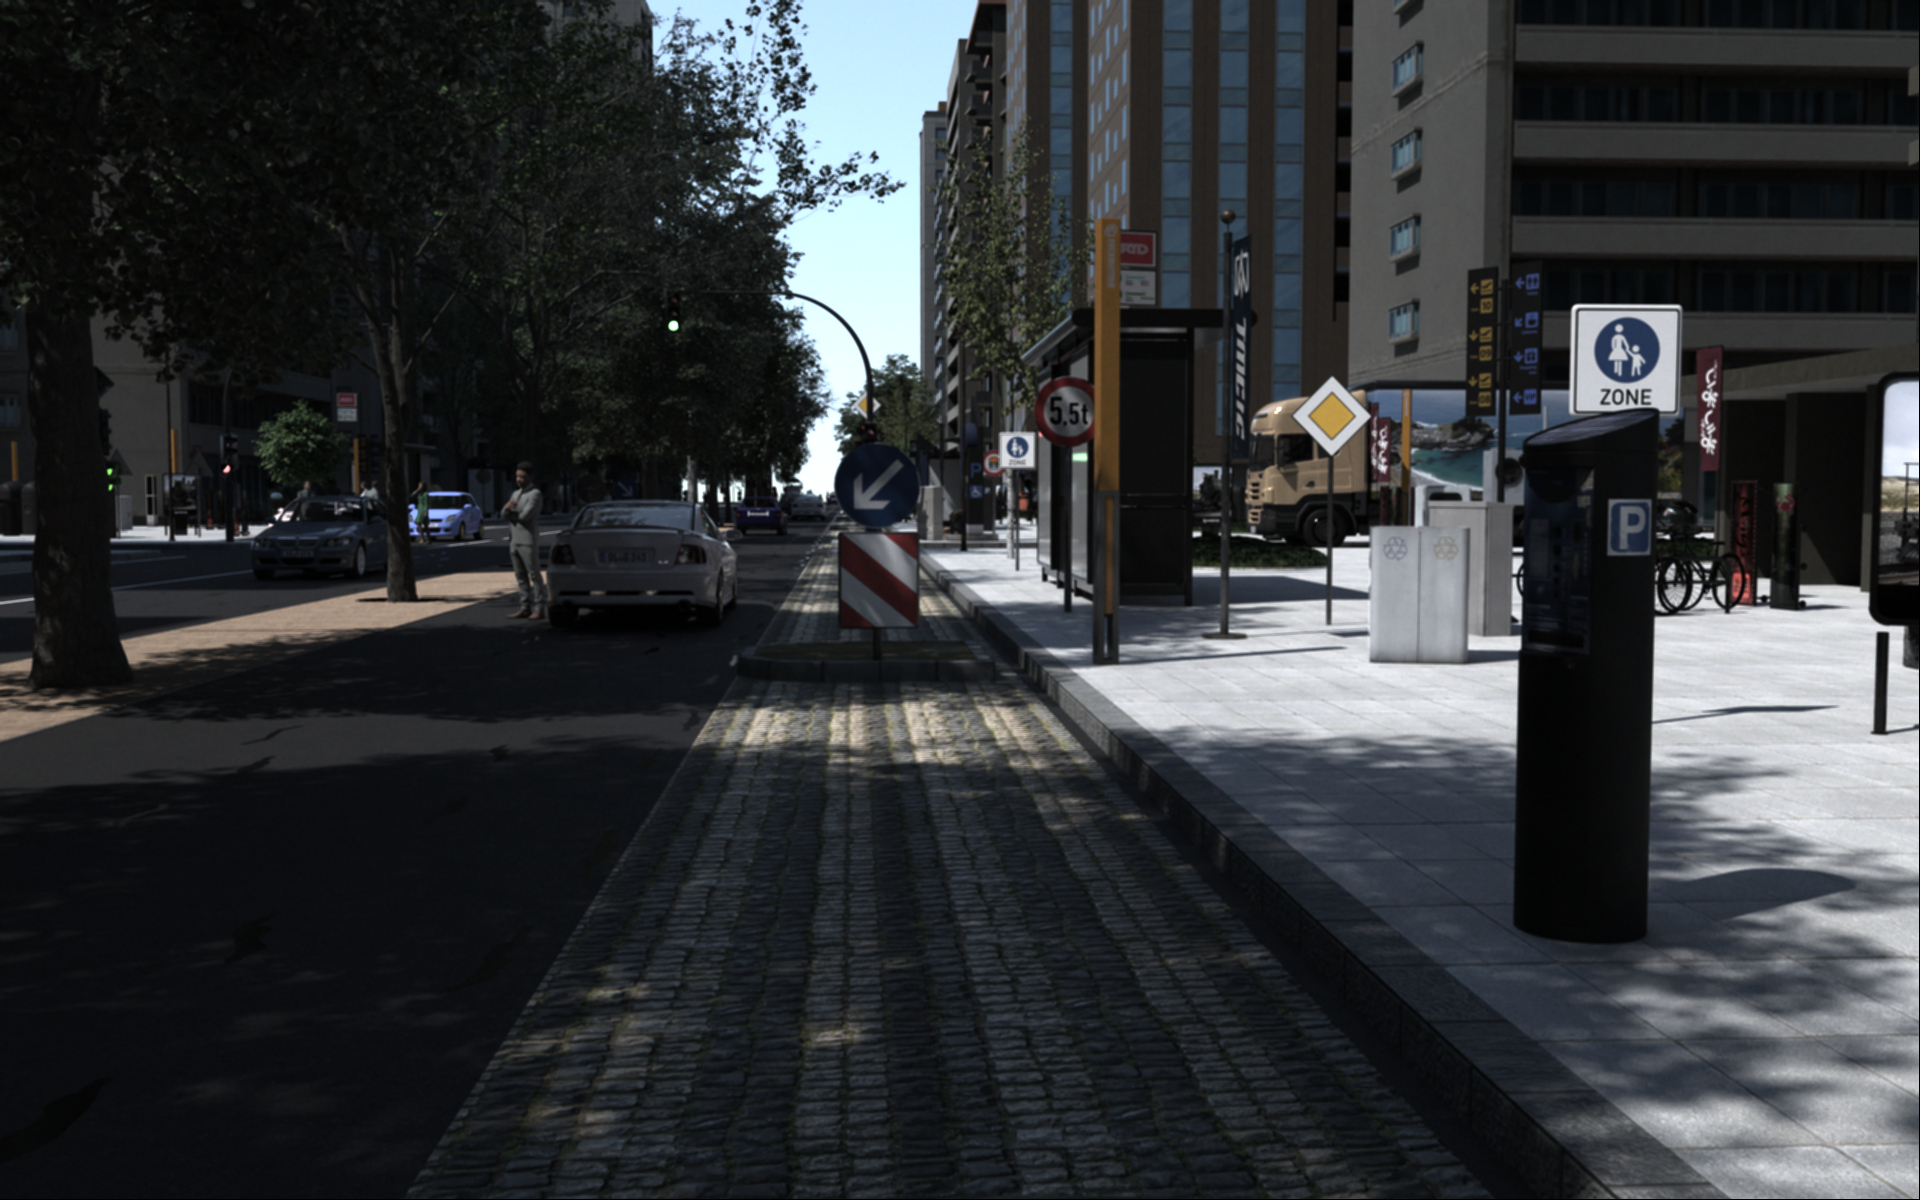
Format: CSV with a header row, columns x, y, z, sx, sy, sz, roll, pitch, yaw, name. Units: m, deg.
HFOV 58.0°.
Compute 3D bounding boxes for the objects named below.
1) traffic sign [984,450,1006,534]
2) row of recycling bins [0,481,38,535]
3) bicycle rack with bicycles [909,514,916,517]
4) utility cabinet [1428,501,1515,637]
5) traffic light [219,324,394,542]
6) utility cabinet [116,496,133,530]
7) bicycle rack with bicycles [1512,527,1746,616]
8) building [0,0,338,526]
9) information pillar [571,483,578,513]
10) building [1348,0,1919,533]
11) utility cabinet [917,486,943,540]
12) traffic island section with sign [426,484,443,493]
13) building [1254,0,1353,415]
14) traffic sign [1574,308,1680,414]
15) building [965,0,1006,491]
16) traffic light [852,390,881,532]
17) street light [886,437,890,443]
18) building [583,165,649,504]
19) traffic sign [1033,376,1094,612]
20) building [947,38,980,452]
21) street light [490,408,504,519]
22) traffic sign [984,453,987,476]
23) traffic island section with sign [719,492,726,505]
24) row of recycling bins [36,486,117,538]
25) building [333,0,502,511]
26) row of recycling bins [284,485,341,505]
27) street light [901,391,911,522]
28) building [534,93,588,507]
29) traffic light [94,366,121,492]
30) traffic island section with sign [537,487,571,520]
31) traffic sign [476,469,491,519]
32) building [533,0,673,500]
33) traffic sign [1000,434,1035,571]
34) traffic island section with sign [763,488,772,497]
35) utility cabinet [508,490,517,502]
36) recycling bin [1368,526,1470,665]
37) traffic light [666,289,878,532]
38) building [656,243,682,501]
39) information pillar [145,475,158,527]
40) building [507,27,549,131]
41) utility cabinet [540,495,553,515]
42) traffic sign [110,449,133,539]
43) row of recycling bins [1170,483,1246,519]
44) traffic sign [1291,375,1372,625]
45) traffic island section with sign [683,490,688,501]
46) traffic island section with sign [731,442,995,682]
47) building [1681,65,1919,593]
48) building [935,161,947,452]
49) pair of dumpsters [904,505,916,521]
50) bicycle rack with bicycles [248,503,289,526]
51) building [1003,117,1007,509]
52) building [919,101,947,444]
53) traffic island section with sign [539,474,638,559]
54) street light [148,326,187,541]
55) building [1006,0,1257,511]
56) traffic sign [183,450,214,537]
x,y,z,sx,sy,sz,roll,pitch,yaw,name
0.985,-3.066,50.238,0.768,2.556,0.104,0,4,1,traffic sign
-29.533,-2.919,54.841,3.534,1.692,1.069,1,4,12,row of recycling bins
-2.743,-5.030,95.630,2.852,0.926,2.925,-1,4,-16,bicycle rack with bicycles
4.723,-0.299,16.044,0.306,1.237,1.020,-1,4,-15,utility cabinet
-17.341,-4.373,46.168,4.771,5.953,1.251,0,4,-4,traffic light
-29.951,-3.108,61.971,0.306,1.237,1.020,0,4,-5,utility cabinet
7.354,-0.350,19.103,2.925,0.926,2.852,-1,4,-13,bicycle rack with bicycles
-42.300,-27.758,77.544,21.300,48.544,21.600,0,4,-4,building
-26.441,-6.994,118.848,0.304,2.012,0.304,1,4,17,information pillar
26.521,-27.025,65.557,21.600,48.544,21.300,0,4,-4,building
-0.844,-2.403,47.975,0.318,1.500,1.173,-2,4,-23,utility cabinet
-20.861,-3.662,68.506,1.989,1.847,2.006,0,4,-4,traffic island section with sign
14.181,-26.659,85.993,14.600,45.320,14.200,0,4,-4,building
3.601,-0.448,9.448,0.606,2.300,0.079,0,4,-3,traffic sign
11.852,-30.536,153.887,22.147,44.769,28.867,0,4,-4,building
-2.546,-3.556,47.061,0.839,4.253,0.868,0,4,-4,traffic light
-5.067,-9.117,121.844,0.468,5.910,1.993,0,4,-4,street light
-51.653,-34.916,225.498,22.147,44.769,28.867,0,4,-4,building
1.177,-1.143,18.797,0.768,2.556,0.104,0,4,1,traffic sign
9.842,-33.956,178.882,21.300,48.544,21.600,0,4,-4,building
-24.183,-7.208,90.638,0.468,5.910,1.993,0,4,-4,street light
0.574,-3.204,52.484,0.768,2.556,0.104,0,4,4,traffic sign
-30.750,-13.436,228.301,1.989,1.847,2.006,0,4,-4,traffic island section with sign
-25.909,-2.689,51.085,3.534,1.692,1.069,3,5,42,row of recycling bins
-41.328,-27.124,127.073,14.154,41.232,14.086,0,4,-4,building
-28.324,-4.213,76.000,1.069,1.692,3.534,1,4,14,row of recycling bins
-2.441,-6.442,78.115,0.468,5.910,1.993,0,4,-4,street light
-44.967,-29.749,169.984,14.154,41.232,14.086,0,4,-4,building
-18.930,-3.004,38.035,0.839,4.253,0.868,0,4,-4,traffic light
-22.523,-5.308,95.410,1.989,1.847,2.006,0,4,-4,traffic island section with sign
-24.148,-5.365,87.828,0.768,2.556,0.104,0,4,-2,traffic sign
-52.493,-49.619,249.518,20.563,71.187,20.611,0,4,-4,building
0.959,-1.636,28.876,0.606,2.300,0.079,0,4,6,traffic sign
-13.527,-6.930,121.440,2.006,1.907,1.989,0,4,-4,traffic island section with sign
-25.748,-5.652,101.089,1.173,1.500,0.318,-3,4,-38,utility cabinet
3.542,-0.052,13.409,0.722,1.027,0.722,1,4,12,recycling bin
-4.134,-3.924,38.822,4.771,5.953,1.251,0,4,-4,traffic light
-50.952,-35.765,268.350,14.154,41.232,14.086,0,4,-4,building
-31.773,-3.889,68.085,0.304,2.012,0.304,0,4,1,information pillar
-47.489,-30.180,148.062,22.147,44.769,28.867,0,4,-4,building
-25.685,-5.868,107.101,1.020,1.237,0.306,1,4,9,utility cabinet
-24.022,-3.022,49.410,0.884,2.594,0.081,0,4,1,traffic sign
9.354,-3.570,65.477,3.534,1.692,1.069,-2,4,-35,row of recycling bins
3.609,-0.961,16.892,0.795,2.450,0.064,0,4,-3,traffic sign
-27.321,-10.048,172.910,1.989,1.847,2.006,0,4,-4,traffic island section with sign
-0.783,-0.332,14.049,1.989,1.847,2.006,0,4,-4,traffic island section with sign
21.946,-21.940,13.340,22.147,44.769,28.867,0,4,-4,building
8.046,-37.824,238.031,23.786,49.044,30.456,0,4,-4,building
-2.140,-5.060,85.228,1.574,2.255,4.437,0,4,-3,pair of dumpsters
-27.994,-3.486,70.385,2.852,0.926,2.925,0,4,6,bicycle rack with bicycles
10.092,-22.081,132.726,14.160,30.474,14.107,0,4,-4,building
4.333,-44.338,266.927,21.231,58.520,28.212,0,4,-4,building
-8.426,-1.891,39.052,2.006,1.907,1.989,0,4,-4,traffic island section with sign
-21.577,-4.555,47.255,0.468,5.910,1.993,0,4,-4,street light
10.556,-28.416,114.715,14.600,45.320,14.200,0,4,-4,building
-22.560,-3.138,51.312,0.884,2.594,0.081,0,4,-3,traffic sign
